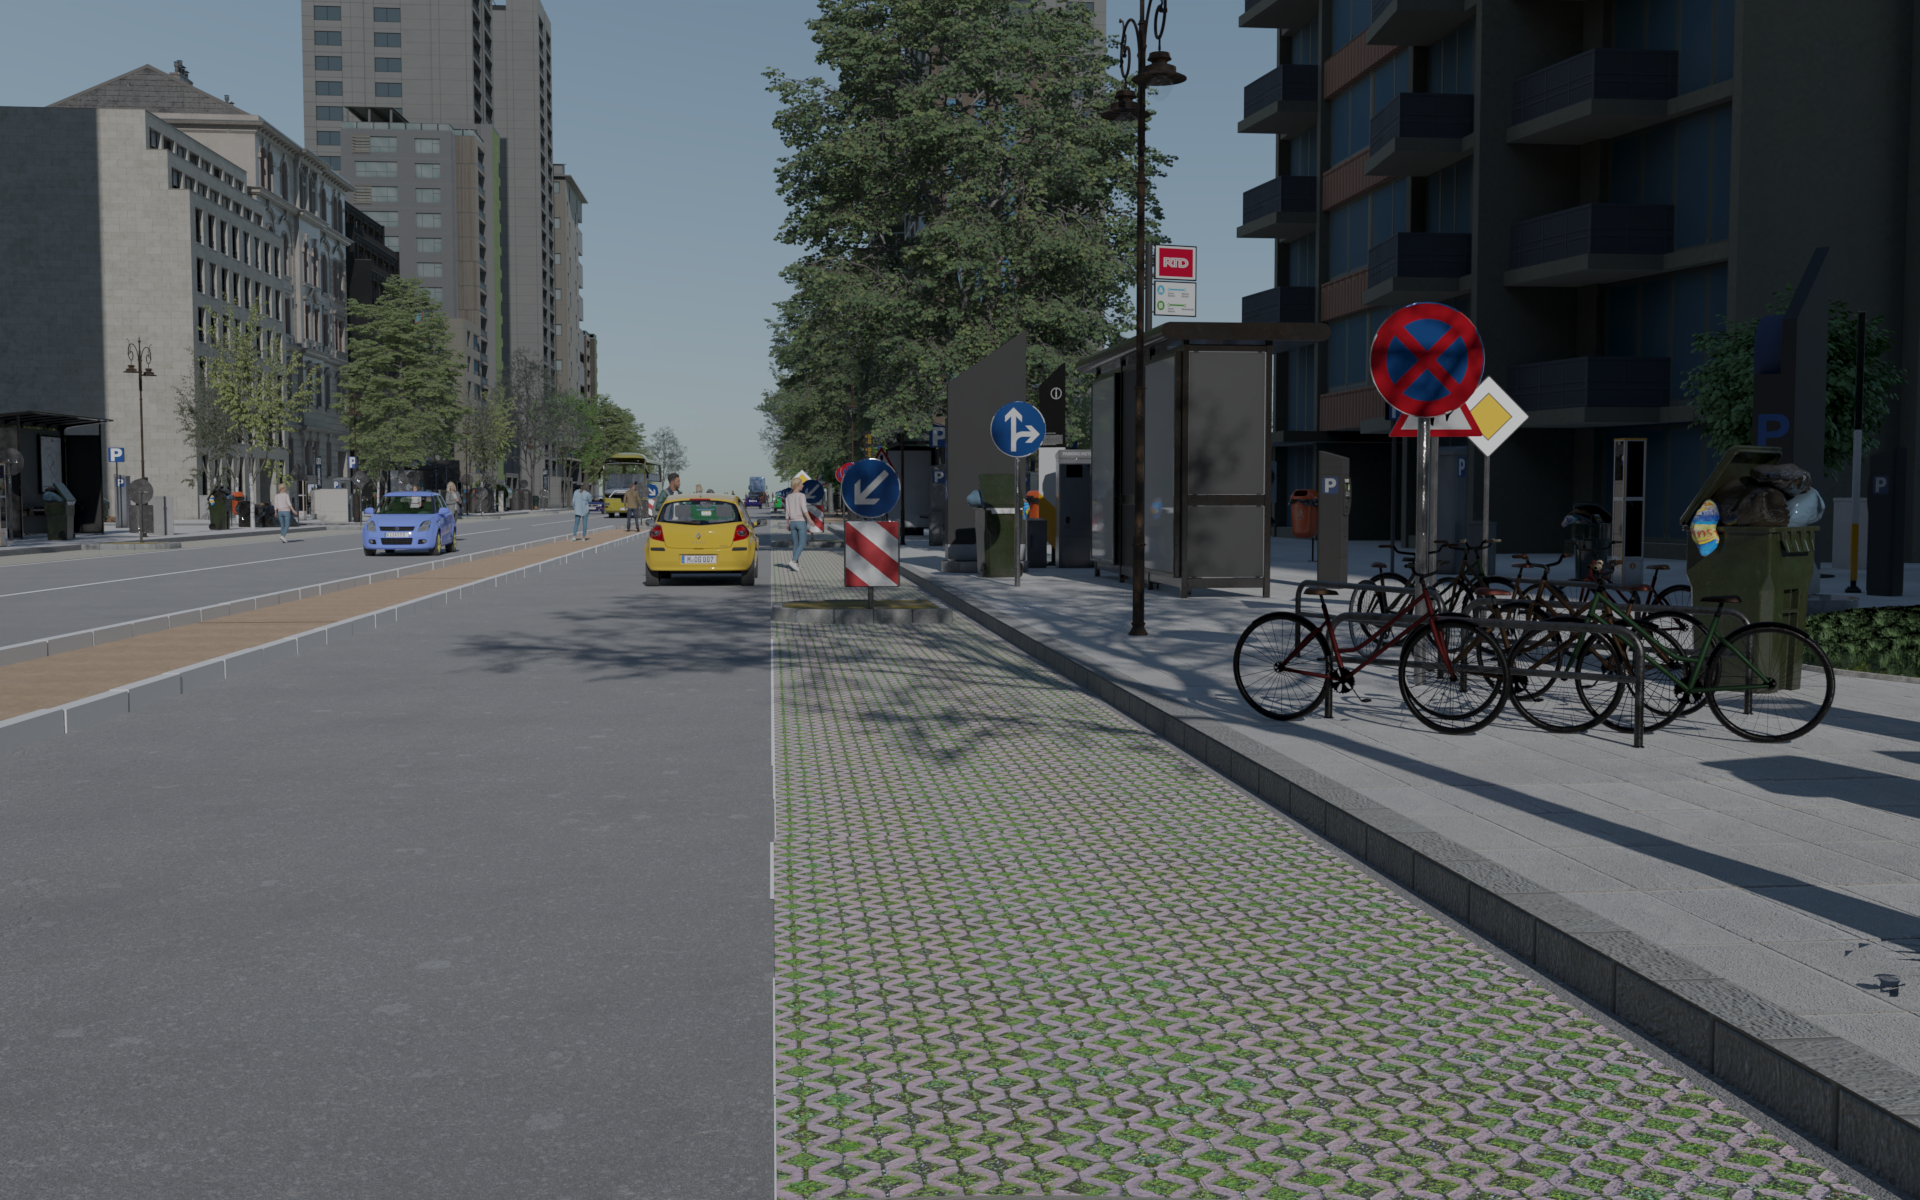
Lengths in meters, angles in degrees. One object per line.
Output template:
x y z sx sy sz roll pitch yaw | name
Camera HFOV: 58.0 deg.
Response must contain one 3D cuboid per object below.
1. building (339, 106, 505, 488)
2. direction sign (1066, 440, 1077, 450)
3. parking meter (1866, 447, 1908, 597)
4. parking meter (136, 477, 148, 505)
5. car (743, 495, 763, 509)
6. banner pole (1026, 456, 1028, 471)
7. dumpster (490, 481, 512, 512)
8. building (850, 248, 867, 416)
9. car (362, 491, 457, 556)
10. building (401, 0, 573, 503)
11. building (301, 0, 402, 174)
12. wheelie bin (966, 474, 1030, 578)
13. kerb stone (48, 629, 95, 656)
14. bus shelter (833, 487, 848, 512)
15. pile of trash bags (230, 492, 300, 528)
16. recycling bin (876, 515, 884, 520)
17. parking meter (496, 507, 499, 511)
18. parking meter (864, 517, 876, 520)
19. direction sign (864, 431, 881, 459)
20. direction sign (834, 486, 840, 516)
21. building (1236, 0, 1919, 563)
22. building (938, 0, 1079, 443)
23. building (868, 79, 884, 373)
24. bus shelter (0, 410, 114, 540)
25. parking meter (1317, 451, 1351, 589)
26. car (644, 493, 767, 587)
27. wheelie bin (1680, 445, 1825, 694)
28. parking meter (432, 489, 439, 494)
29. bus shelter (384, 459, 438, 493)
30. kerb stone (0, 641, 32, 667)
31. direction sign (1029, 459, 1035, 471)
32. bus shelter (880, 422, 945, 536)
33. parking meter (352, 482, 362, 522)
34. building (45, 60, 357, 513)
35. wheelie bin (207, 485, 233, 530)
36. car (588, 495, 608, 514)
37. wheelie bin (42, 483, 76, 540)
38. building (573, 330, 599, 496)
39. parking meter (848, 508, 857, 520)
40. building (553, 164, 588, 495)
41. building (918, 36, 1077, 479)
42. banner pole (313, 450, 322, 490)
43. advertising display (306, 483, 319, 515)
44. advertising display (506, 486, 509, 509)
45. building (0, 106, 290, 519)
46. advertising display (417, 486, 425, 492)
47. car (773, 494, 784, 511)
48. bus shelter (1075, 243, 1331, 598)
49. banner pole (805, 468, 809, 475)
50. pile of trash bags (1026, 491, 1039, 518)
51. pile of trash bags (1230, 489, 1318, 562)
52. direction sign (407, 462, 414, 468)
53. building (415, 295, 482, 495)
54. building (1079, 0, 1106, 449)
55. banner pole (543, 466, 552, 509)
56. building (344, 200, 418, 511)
-57.193 -30.688 185.348 14.154 41.232 14.086 0 4 -6 | building
4.509 -4.952 72.968 0.876 3.537 0.379 -1 4 -14 | direction sign
11.661 -0.985 21.810 0.255 1.863 0.399 -1 4 -21 | parking meter
-28.201 -3.302 59.694 0.399 1.863 0.255 0 4 0 | parking meter
-20.107 -9.514 168.129 1.945 1.354 3.894 0 4 -8 | car
2.840 -5.586 81.346 0.863 3.779 0.401 -2 4 -23 | banner pole
-33.549 -7.573 126.304 1.502 2.255 1.985 0 4 -6 | dumpster
-7.864 -39.481 300.135 22.147 44.769 28.867 0 4 -6 | building
-13.068 -1.932 41.185 1.945 1.707 3.694 0 4 -8 | car
-68.049 -49.855 253.381 20.563 71.187 20.611 0 4 -6 | building
-63.029 -46.702 201.827 20.563 71.187 20.611 0 4 -6 | building
0.563 -1.155 26.789 0.980 1.594 0.693 -1 4 -15 | wheelie bin
-8.116 0.398 15.689 0.120 0.150 1.000 0 4 -6 | kerb stone
-9.791 -9.993 141.019 2.179 5.291 8.768 0 4 -6 | bus shelter
-27.452 -3.543 67.681 3.447 1.369 1.912 2 4 35 | pile of trash bags
-4.160 -4.512 86.329 0.722 1.027 0.722 -1 4 -12 | recycling bin
-34.334 -7.364 128.804 0.372 1.533 0.369 0 3 0 | parking meter
-2.852 -2.830 54.688 0.372 1.533 0.369 0 3 0 | parking meter
-3.105 -4.304 62.367 0.876 3.537 0.379 -3 5 -44 | direction sign
-7.303 -6.776 102.776 0.379 3.537 0.876 1 4 17 | direction sign
19.642 -23.881 45.072 22.147 44.769 28.867 0 4 -6 | building
2.074 -47.185 209.732 20.563 71.187 20.611 0 4 -6 | building
-5.963 -51.103 273.786 20.563 71.187 20.611 0 4 -6 | building
-27.245 -3.692 51.652 1.731 3.624 6.357 0 4 -6 | bus shelter
5.068 -1.086 23.465 0.399 1.863 0.255 2 4 32 | parking meter
-4.173 -1.107 28.329 2.015 1.641 3.980 0 4 -6 | car
5.226 -0.213 11.397 0.980 1.594 0.693 -3 4 -38 | wheelie bin
-28.605 -5.261 94.435 0.372 1.533 0.369 0 3 0 | parking meter
-31.760 -6.501 100.221 2.014 3.302 5.546 0 4 -6 | bus shelter
-7.999 0.463 14.661 0.120 0.150 1.000 0 4 -6 | kerb stone
4.370 -7.193 109.600 0.876 3.537 0.379 2 4 35 | direction sign
-1.244 -3.491 51.007 2.014 3.302 5.546 0 4 -6 | bus shelter
-27.464 -4.479 78.949 0.399 1.863 0.255 3 4 36 | parking meter
-49.587 -20.020 114.721 14.401 28.519 23.554 0 4 -6 | building
-26.472 -3.308 62.000 0.693 1.594 0.980 0 4 0 | wheelie bin
-26.146 -6.824 124.145 1.945 1.354 3.894 0 4 -4 | car
-25.099 -2.466 48.226 0.693 1.594 0.980 0 4 -5 | wheelie bin
-70.397 -32.285 299.562 14.160 30.474 14.107 0 4 -6 | building
-4.322 -3.894 69.383 0.255 1.863 0.399 -2 4 -29 | parking meter
-75.052 -42.095 277.489 28.713 52.752 27.495 0 4 -6 | building
3.396 -31.897 171.625 14.600 45.320 14.200 0 4 -6 | building
-36.905 -6.694 99.467 0.401 3.779 0.863 1 4 17 | banner pole
-39.502 -6.144 105.662 0.123 1.923 0.974 1 4 20 | advertising display
-34.731 -7.797 132.696 0.123 1.923 0.974 -2 4 -27 | advertising display
-44.452 -14.658 94.413 10.420 20.320 16.860 0 4 -6 | building
-46.857 -8.860 150.069 0.974 1.923 0.123 -2 4 -35 | advertising display
-14.552 -8.246 143.614 1.959 1.807 4.718 0 4 -5 | car
3.040 -2.924 25.433 2.179 5.291 8.768 0 4 -6 | bus shelter
-13.040 -9.667 148.064 0.401 3.779 0.863 -3 4 -39 | banner pole
2.948 -2.068 43.563 3.447 1.369 1.912 3 5 43 | pile of trash bags
5.557 -1.467 33.732 1.912 1.369 3.447 -3 5 -44 | pile of trash bags
-38.621 -7.895 121.085 0.876 3.537 0.379 -1 4 -12 | direction sign
-61.856 -19.496 163.806 27.650 21.520 28.899 0 4 -6 | building
3.872 -45.919 189.029 20.563 71.187 20.611 0 4 -6 | building
-36.150 -9.886 151.654 0.863 3.779 0.401 -3 5 -40 | banner pole
-50.446 -18.696 135.357 12.332 23.373 15.834 0 4 -6 | building
